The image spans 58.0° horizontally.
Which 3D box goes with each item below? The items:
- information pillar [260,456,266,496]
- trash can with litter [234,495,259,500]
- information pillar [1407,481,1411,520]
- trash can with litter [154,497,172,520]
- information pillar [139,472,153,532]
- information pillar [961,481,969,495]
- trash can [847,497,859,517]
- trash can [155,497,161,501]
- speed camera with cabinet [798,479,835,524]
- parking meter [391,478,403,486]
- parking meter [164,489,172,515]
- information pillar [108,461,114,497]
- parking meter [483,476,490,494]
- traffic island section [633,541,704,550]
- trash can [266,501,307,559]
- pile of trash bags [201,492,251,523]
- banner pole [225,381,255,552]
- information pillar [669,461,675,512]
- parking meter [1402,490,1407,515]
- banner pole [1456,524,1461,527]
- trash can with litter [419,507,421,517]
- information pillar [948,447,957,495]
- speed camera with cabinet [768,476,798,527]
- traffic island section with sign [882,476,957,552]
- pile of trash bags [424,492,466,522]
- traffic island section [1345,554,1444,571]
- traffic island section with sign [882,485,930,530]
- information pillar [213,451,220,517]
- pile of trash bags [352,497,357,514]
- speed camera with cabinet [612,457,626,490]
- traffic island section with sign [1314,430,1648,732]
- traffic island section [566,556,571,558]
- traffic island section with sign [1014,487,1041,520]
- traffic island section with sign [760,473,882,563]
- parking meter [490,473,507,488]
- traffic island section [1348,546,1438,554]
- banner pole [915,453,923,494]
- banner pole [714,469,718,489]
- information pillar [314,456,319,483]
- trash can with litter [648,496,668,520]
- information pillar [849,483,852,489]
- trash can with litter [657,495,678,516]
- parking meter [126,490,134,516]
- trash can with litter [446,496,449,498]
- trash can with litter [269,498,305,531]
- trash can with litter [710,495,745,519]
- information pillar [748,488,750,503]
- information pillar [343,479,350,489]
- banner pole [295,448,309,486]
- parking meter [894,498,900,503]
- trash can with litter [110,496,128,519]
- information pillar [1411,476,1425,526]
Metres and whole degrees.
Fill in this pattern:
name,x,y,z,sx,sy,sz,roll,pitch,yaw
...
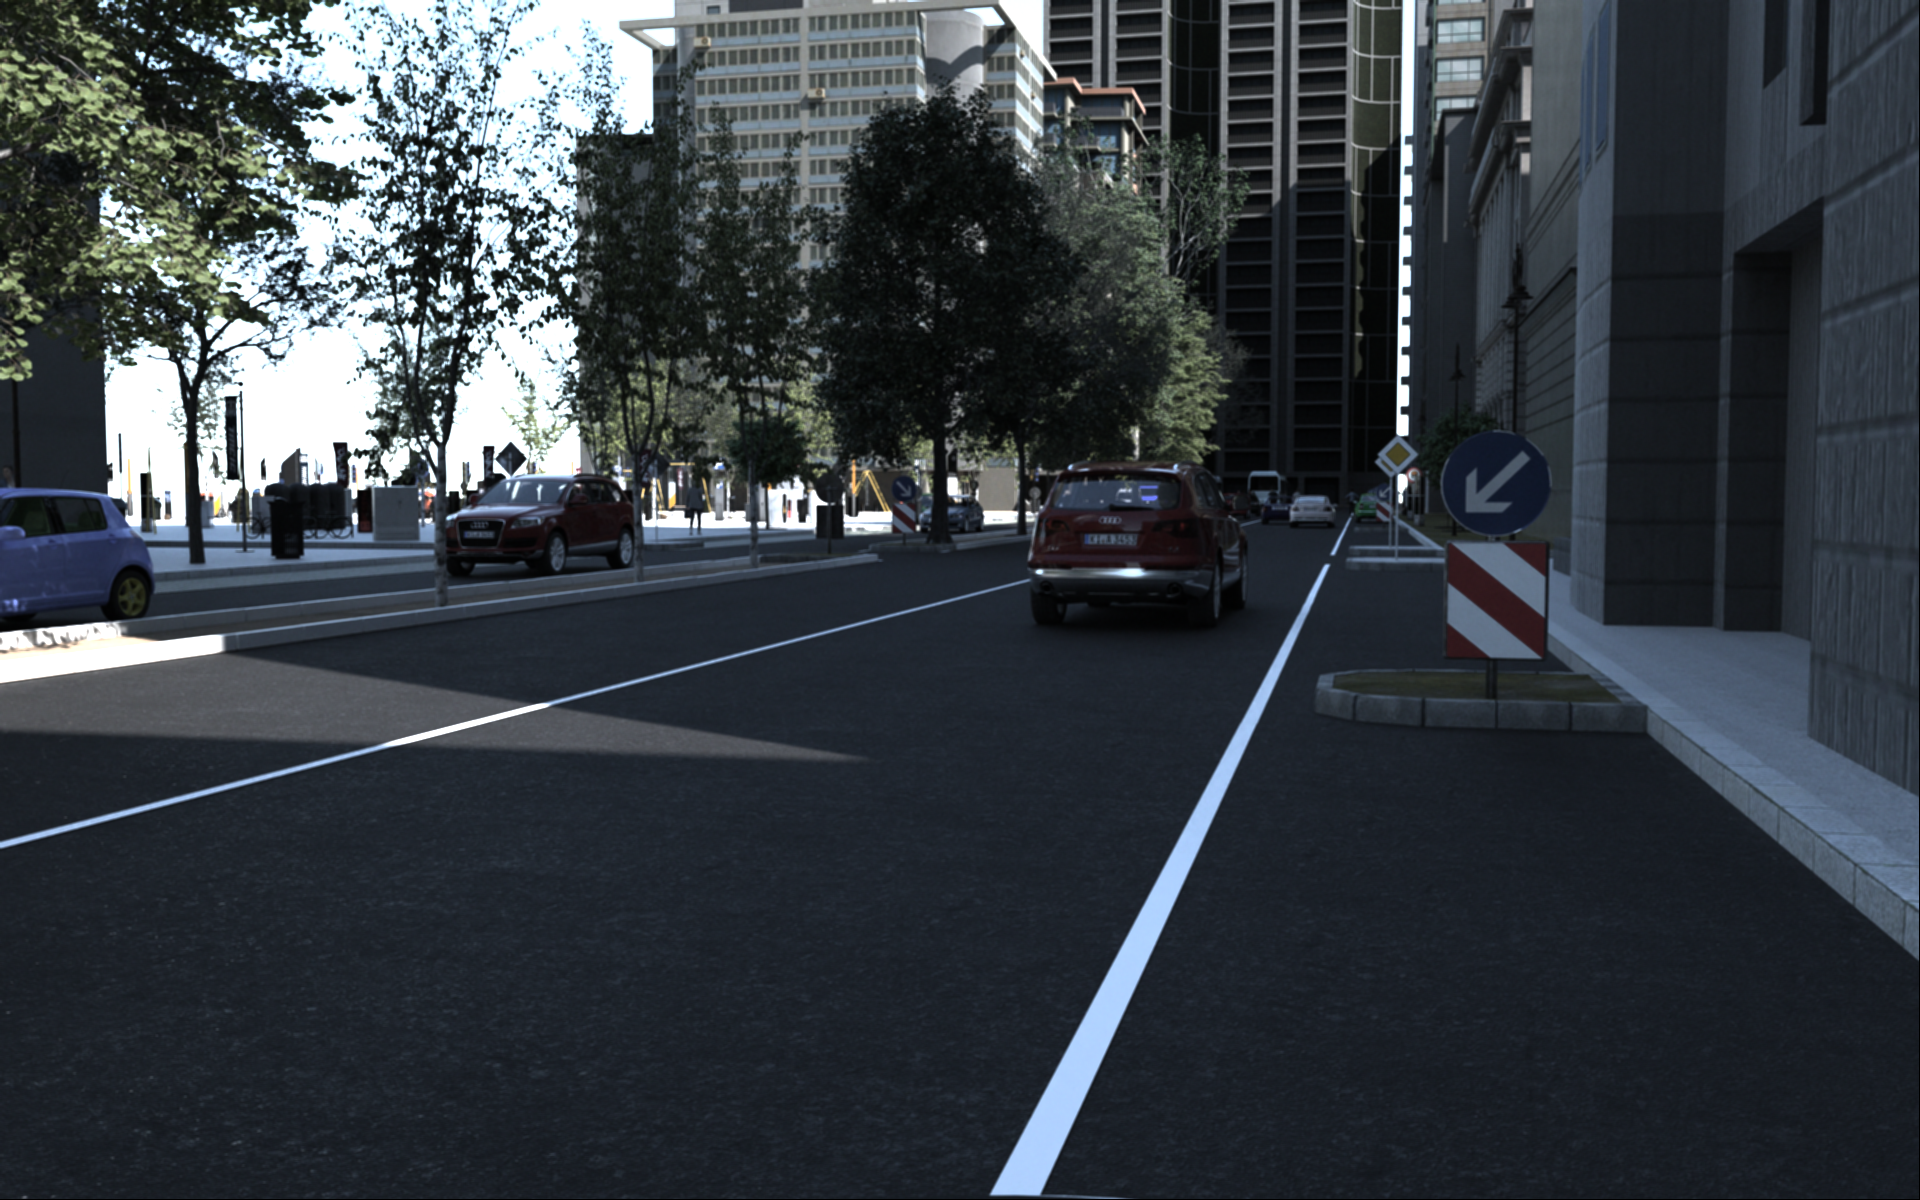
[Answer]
name,x,y,z,sx,sy,sz,roll,pitch,yaw
information pillar,-43.003,-7.069,106.930,0.183,3.616,0.504,1,4,12
trash can with litter,-35.622,-4.639,86.910,1.678,1.210,2.233,3,5,42
information pillar,22.219,-4.938,85.233,0.304,2.012,0.304,3,5,42
trash can with litter,-39.010,-4.477,84.590,1.055,1.170,0.624,-1,4,-11
information pillar,-27.525,-3.309,58.590,0.304,2.012,0.304,0,4,-6
information pillar,0.296,-5.864,100.363,0.304,2.012,0.304,3,4,39
trash can,-5.966,-5.212,96.873,0.748,1.137,0.748,0,3,0
trash can,-44.547,-5.147,95.800,0.748,1.137,0.748,0,3,0
speed camera with cabinet,-6.402,-4.862,73.822,2.038,3.252,0.660,-1,4,-18
parking meter,-20.113,-3.433,61.838,0.399,1.863,0.255,0,4,4
parking meter,-43.019,-5.240,94.079,0.372,1.533,0.369,0,3,0
information pillar,-59.326,-7.926,120.940,0.504,3.616,0.183,-1,4,-18
parking meter,-15.412,-3.146,57.147,0.399,1.863,0.255,1,4,23
traffic island section,-8.028,-1.431,45.674,2.009,0.180,2.903,1,4,13
trash can,-13.338,-1.387,34.330,0.748,1.137,0.748,0,3,0
pile of trash bags,-31.674,-4.053,76.022,3.447,1.369,1.912,0,3,0
banner pole,-16.119,-2.971,38.601,0.863,3.779,0.401,2,4,34
information pillar,-20.472,-8.052,122.997,0.504,3.616,0.183,2,4,27
parking meter,26.866,-5.874,104.448,0.372,1.533,0.369,0,3,0
banner pole,19.585,-4.754,67.738,0.401,3.779,0.863,1,4,20
trash can with litter,-29.520,-5.083,94.492,1.055,1.170,0.624,-3,5,-43
information pillar,-0.370,-5.852,87.027,0.504,3.616,0.183,1,4,16
speed camera with cabinet,-7.105,-4.553,68.785,0.660,3.252,2.038,1,4,9
traffic island section with sign,-1.250,-2.178,43.754,2.006,1.907,1.989,1,4,13
pile of trash bags,-23.569,-4.268,79.531,3.447,1.369,1.912,3,4,37
traffic island section,8.519,-0.695,33.643,2.009,0.180,2.903,1,4,13
traffic island section with sign,-1.943,-3.776,70.360,1.989,1.847,2.006,1,4,13
information pillar,-39.831,-6.204,92.789,0.183,3.616,0.504,0,4,2
pile of trash bags,-39.135,-6.387,114.177,1.912,1.369,3.447,-2,4,-26
speed camera with cabinet,-18.669,-5.940,91.459,2.038,3.252,0.660,2,4,24
traffic island section with sign,3.396,-0.178,11.544,1.989,1.847,2.006,1,4,13
traffic island section,-9.834,-0.955,37.895,2.009,0.180,2.903,1,4,13
traffic island section with sign,4.149,-5.382,96.620,1.989,1.847,2.006,1,4,13
traffic island section with sign,-2.935,-1.737,36.540,2.006,1.907,1.989,1,4,13
parking meter,-12.557,-2.547,47.347,0.255,1.863,0.399,0,4,6
traffic island section,10.326,-1.171,41.422,2.009,0.180,2.903,1,4,13
banner pole,-2.458,-7.026,104.897,0.863,3.779,0.401,-3,5,-40
banner pole,-15.686,-7.422,111.363,0.401,3.779,0.863,0,4,7
information pillar,-39.430,-7.022,106.164,0.183,3.616,0.504,-3,5,-41
trash can with litter,-15.136,-4.618,86.884,1.055,1.170,0.624,1,4,15
information pillar,-7.102,-6.710,114.197,0.304,2.012,0.304,-2,4,-24
trash can with litter,-17.174,-5.482,100.686,1.678,1.210,2.233,3,4,37
parking meter,-49.062,-5.747,102.373,0.372,1.533,0.369,0,3,0
trash can with litter,-37.320,-7.137,128.081,0.624,1.170,1.055,0,4,7
trash can with litter,-21.826,-2.742,56.215,0.624,1.170,1.055,2,4,24
trash can with litter,-11.468,-4.792,89.403,1.678,1.210,2.233,2,4,24
information pillar,-14.588,-7.087,120.356,0.304,2.012,0.304,-1,4,-9
information pillar,-29.270,-4.778,82.606,0.304,2.012,0.304,-1,4,-9
banner pole,-35.499,-6.321,93.367,0.863,3.779,0.401,-2,4,-31
parking meter,-3.135,-4.908,85.964,0.255,1.863,0.399,0,4,7
trash can with litter,-25.903,-2.572,53.446,0.624,1.170,1.055,-3,4,-37
information pillar,18.471,-3.983,69.618,0.304,2.012,0.304,-2,4,-32
